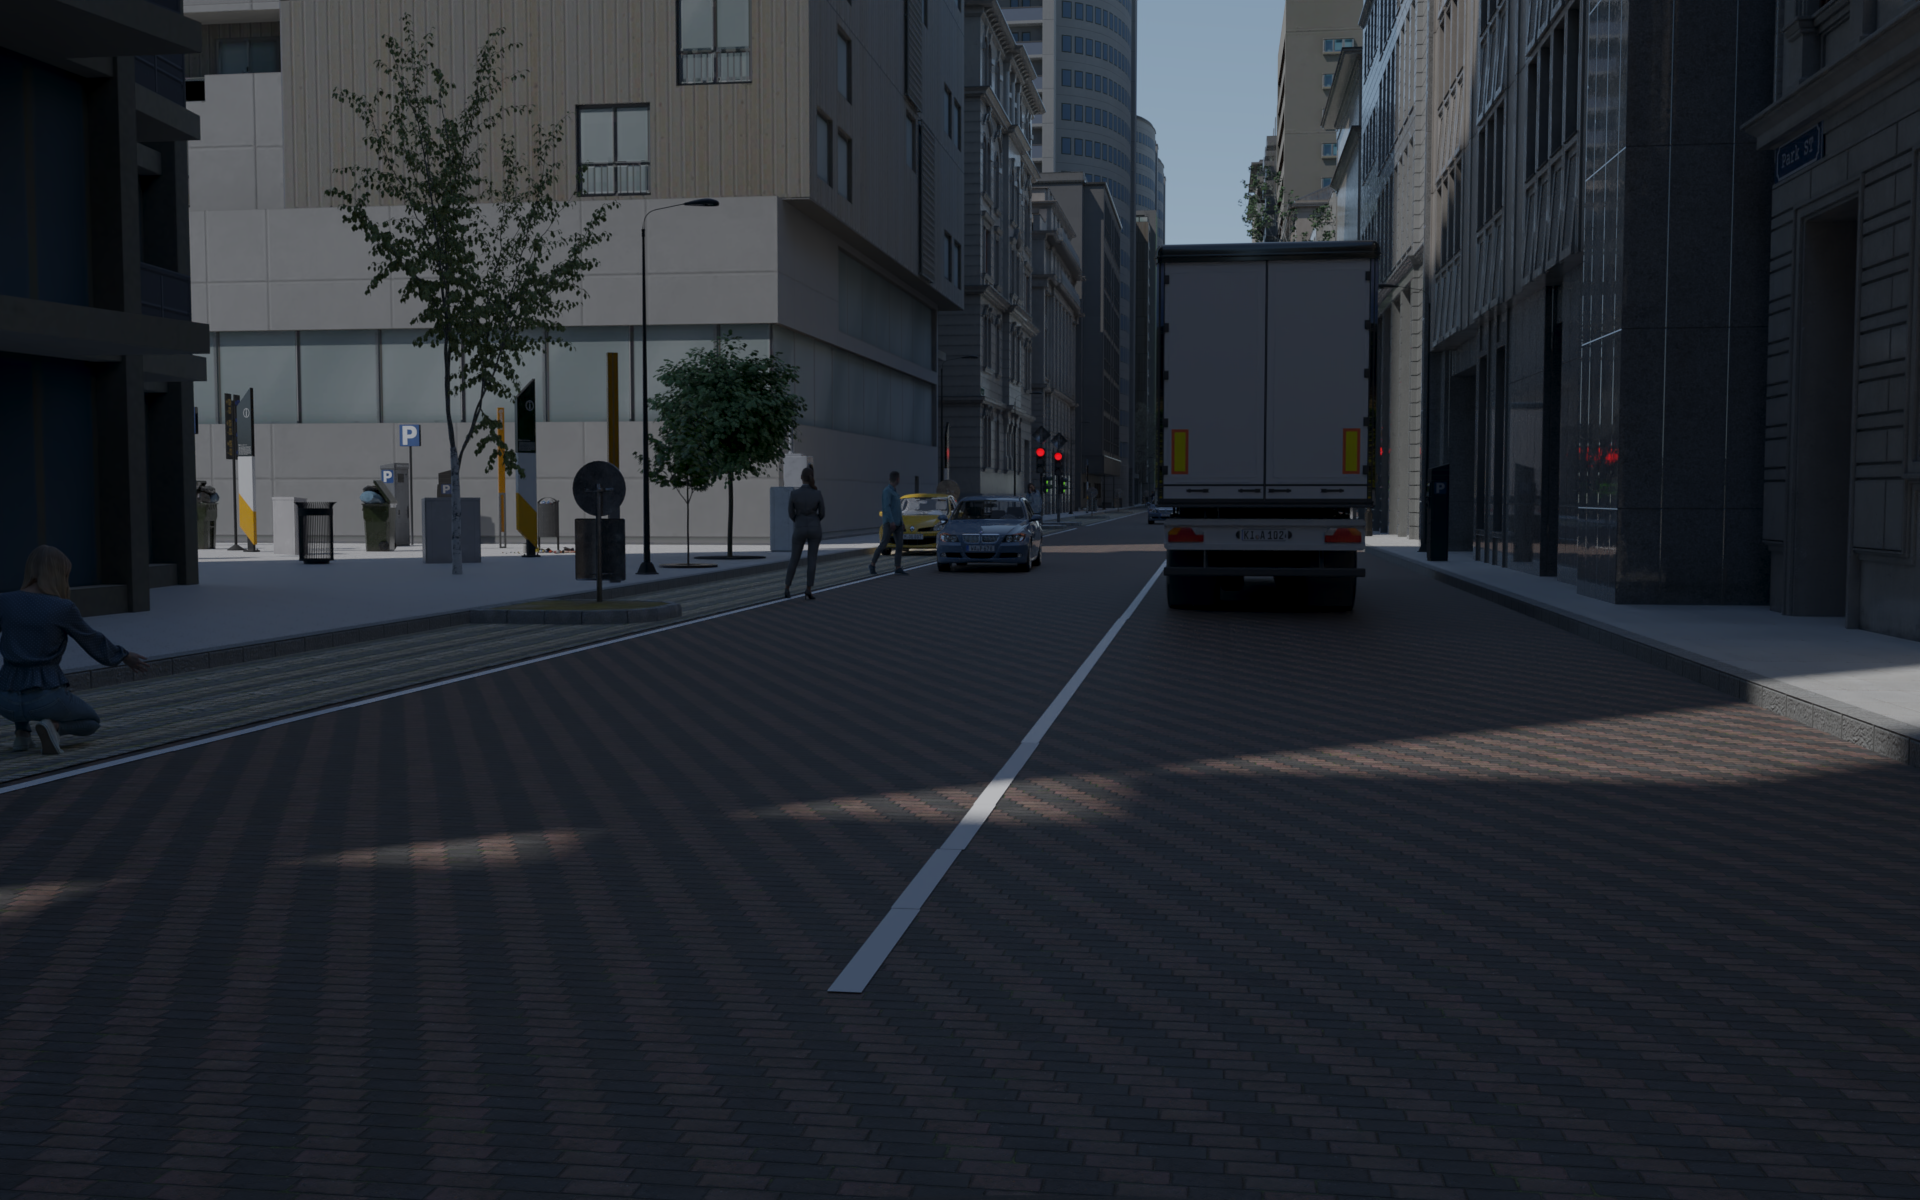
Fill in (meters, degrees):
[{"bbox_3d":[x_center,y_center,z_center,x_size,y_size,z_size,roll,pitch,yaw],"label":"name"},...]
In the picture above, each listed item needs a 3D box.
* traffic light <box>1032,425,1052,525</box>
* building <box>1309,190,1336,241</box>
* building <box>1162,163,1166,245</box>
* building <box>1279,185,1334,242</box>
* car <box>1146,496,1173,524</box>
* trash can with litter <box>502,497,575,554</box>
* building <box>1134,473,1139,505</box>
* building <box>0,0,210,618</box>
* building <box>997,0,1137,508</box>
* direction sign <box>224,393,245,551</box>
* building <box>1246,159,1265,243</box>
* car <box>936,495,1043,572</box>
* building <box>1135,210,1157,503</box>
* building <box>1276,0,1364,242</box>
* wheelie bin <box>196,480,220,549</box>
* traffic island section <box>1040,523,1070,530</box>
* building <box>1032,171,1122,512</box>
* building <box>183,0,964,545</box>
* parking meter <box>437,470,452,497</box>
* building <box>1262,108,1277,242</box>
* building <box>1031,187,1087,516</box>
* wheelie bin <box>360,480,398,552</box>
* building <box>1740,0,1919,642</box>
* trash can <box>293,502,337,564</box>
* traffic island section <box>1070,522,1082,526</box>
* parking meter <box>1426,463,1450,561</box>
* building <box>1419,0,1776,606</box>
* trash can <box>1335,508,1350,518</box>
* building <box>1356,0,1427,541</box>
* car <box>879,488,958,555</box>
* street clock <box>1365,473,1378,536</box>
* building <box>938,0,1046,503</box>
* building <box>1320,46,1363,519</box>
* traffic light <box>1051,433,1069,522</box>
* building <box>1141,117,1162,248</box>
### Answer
[{"bbox_3d":[3.332,-5.008,70.804,0.839,4.253,0.868,1,4,8],"label":"traffic light"},{"bbox_3d":[27.794,-16.054,117.240,10.420,20.320,16.860,1,4,8],"label":"building"},{"bbox_3d":[23.613,-45.915,292.710,21.231,58.520,28.212,1,4,8],"label":"building"},{"bbox_3d":[31.897,-20.838,137.969,12.463,27.353,25.104,1,4,8],"label":"building"},{"bbox_3d":[10.005,-4.385,83.701,2.014,1.417,4.499,1,4,8],"label":"car"},{"bbox_3d":[-8.666,-1.620,37.550,2.233,1.210,1.678,1,4,23],"label":"trash can with litter"},{"bbox_3d":[11.649,-47.321,211.950,20.563,71.187,20.611,1,4,8],"label":"building"},{"bbox_3d":[-19.623,-21.787,10.838,22.147,44.769,28.867,1,4,8],"label":"building"},{"bbox_3d":[5.872,-38.273,167.762,21.231,58.520,28.212,1,4,8],"label":"building"},{"bbox_3d":[-16.477,-2.894,39.315,0.379,3.537,0.876,0,4,-3],"label":"direction sign"},{"bbox_3d":[58.583,-41.305,264.574,28.713,52.752,27.495,1,4,8],"label":"building"},{"bbox_3d":[0.625,-1.317,33.530,2.014,1.417,4.499,0,4,7],"label":"car"},{"bbox_3d":[20.310,-34.249,243.572,14.154,41.232,14.086,1,4,8],"label":"building"},{"bbox_3d":[40.760,-32.950,162.436,21.300,48.544,21.600,1,4,8],"label":"building"},{"bbox_3d":[-17.653,-1.980,40.286,0.693,1.594,0.980,0,4,1],"label":"wheelie bin"},{"bbox_3d":[3.294,-2.976,70.945,2.009,0.180,2.903,1,4,8],"label":"traffic island section"},{"bbox_3d":[5.172,-21.116,138.758,14.314,27.812,24.014,1,4,8],"label":"building"},{"bbox_3d":[-14.600,-28.624,57.239,27.495,52.752,28.713,1,4,8],"label":"building"},{"bbox_3d":[-11.989,-2.122,40.409,0.399,1.863,0.255,-1,4,-14],"label":"parking meter"},{"bbox_3d":[47.880,-36.063,209.232,23.786,49.044,30.456,1,4,8],"label":"building"},{"bbox_3d":[0.870,-16.706,114.948,13.314,21.916,24.055,1,4,8],"label":"building"},{"bbox_3d":[-12.999,-1.884,38.716,0.693,1.594,0.980,0,4,-3],"label":"wheelie bin"},{"bbox_3d":[12.383,-10.512,8.030,11.583,22.565,21.152,1,4,8],"label":"building"},{"bbox_3d":[-11.820,-1.231,31.783,0.748,1.137,0.748,0,3,0],"label":"trash can"},{"bbox_3d":[4.466,-3.460,78.844,2.009,0.180,2.903,1,4,8],"label":"traffic island section"},{"bbox_3d":[9.117,-1.674,33.084,0.399,1.863,0.255,0,4,0],"label":"parking meter"},{"bbox_3d":[15.009,-12.861,28.302,12.078,24.808,19.932,1,4,8],"label":"building"},{"bbox_3d":[14.577,-3.327,66.043,0.748,1.137,0.748,0,3,0],"label":"trash can"},{"bbox_3d":[18.998,-16.849,52.975,11.434,29.767,29.804,1,4,8],"label":"building"},{"bbox_3d":[-0.838,-1.917,41.573,2.015,1.641,3.980,0,4,8],"label":"car"},{"bbox_3d":[12.390,-2.930,52.483,0.471,2.002,0.358,-1,4,-16],"label":"street clock"},{"bbox_3d":[-3.496,-18.553,90.723,14.401,28.519,23.554,1,4,8],"label":"building"},{"bbox_3d":[32.675,-15.194,81.712,30.059,22.955,16.112,1,4,8],"label":"building"},{"bbox_3d":[4.504,-5.491,78.703,0.839,4.253,0.868,1,4,8],"label":"traffic light"},{"bbox_3d":[19.090,-44.215,264.912,21.231,58.520,28.212,1,4,8],"label":"building"}]
